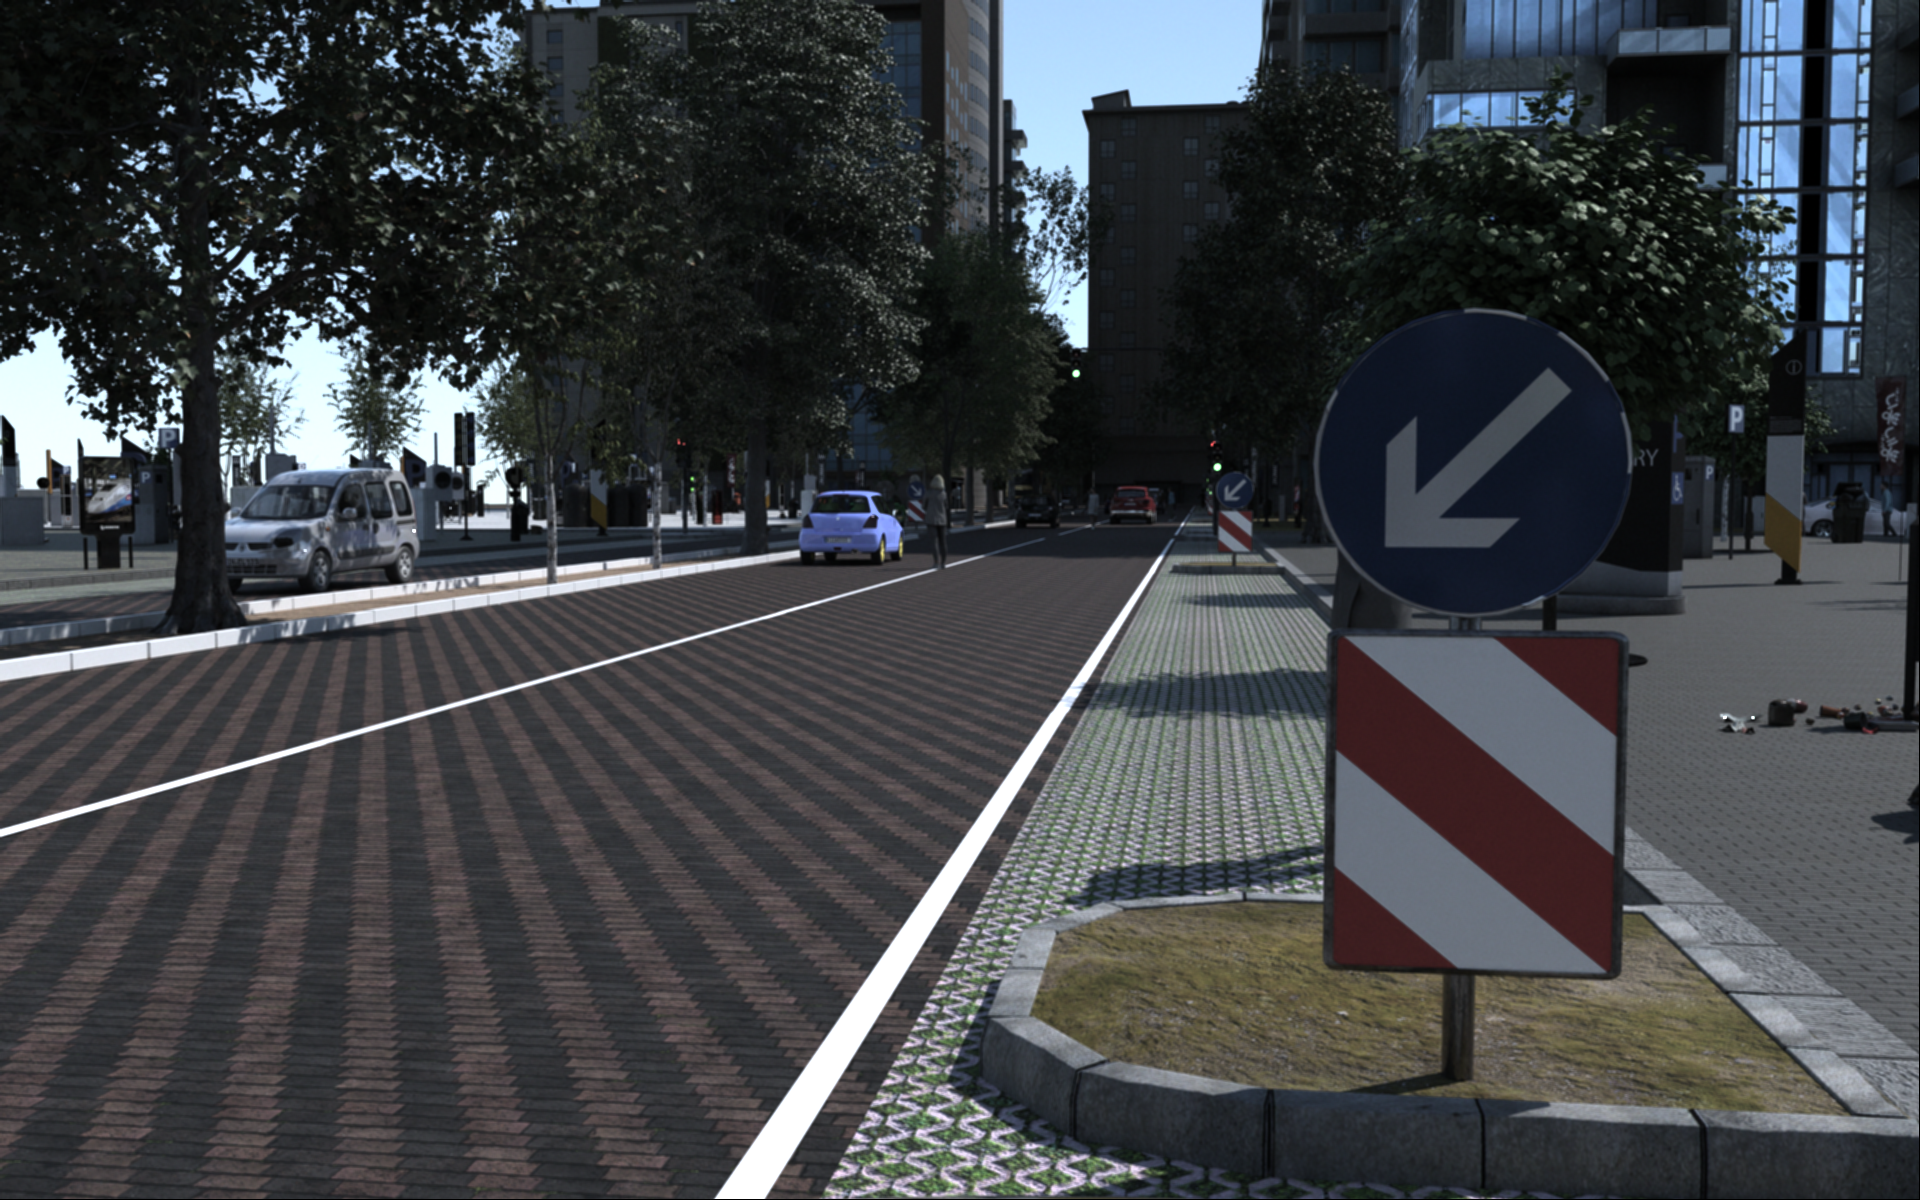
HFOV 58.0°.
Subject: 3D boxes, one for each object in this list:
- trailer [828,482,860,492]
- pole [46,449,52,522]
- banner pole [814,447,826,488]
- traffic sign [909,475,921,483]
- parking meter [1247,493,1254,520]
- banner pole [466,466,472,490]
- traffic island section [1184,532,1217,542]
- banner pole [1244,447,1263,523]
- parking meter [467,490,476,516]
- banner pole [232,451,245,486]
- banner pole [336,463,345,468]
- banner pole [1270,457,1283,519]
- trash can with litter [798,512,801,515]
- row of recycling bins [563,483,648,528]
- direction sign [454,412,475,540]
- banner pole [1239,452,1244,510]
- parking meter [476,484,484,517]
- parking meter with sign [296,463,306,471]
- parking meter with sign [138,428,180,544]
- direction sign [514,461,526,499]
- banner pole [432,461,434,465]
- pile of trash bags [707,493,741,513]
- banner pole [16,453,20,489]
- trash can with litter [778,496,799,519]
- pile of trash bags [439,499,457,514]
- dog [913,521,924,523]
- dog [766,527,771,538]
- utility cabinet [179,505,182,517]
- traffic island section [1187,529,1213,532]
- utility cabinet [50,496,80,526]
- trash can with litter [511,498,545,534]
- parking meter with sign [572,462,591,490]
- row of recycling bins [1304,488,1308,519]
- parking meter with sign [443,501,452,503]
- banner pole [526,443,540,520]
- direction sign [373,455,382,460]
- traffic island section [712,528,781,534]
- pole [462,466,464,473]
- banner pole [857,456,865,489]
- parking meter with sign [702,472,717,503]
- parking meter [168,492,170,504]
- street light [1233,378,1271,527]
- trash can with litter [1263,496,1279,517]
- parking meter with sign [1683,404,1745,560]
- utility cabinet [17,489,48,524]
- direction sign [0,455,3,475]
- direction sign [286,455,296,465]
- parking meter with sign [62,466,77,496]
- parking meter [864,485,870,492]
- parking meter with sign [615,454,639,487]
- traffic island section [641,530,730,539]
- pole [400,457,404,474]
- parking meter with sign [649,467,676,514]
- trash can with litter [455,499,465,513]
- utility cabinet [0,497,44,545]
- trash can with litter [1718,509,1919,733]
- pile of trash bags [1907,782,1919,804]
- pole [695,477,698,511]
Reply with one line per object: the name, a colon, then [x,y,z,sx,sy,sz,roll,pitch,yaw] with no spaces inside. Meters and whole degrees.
trailer: [-5.531,-4.518,80.918,1.471,1.999,3.904,0,4,8]
pole: [-41.640,-5.221,79.207,0.158,3.312,0.155,0,3,0]
banner pole: [-6.900,-5.794,84.746,0.863,3.779,0.401,2,4,28]
traffic sign: [-2.941,-6.881,112.616,0.768,2.556,0.104,1,4,15]
parking meter: [14.278,-4.857,85.123,0.255,1.863,0.399,0,4,-5]
banner pole: [-39.802,-9.210,140.597,0.401,3.779,0.863,1,4,20]
traffic island section: [7.943,-1.911,53.518,2.009,0.180,2.903,0,4,8]
banner pole: [13.289,-5.368,77.776,0.401,3.779,0.863,-2,4,-24]
parking meter: [-32.095,-6.468,114.155,0.372,1.533,0.369,0,3,0]
banner pole: [-40.938,-6.632,98.448,0.863,3.779,0.401,-3,4,-36]
banner pole: [-50.238,-9.214,140.659,0.863,3.779,0.401,-1,4,-22]
banner pole: [16.523,-6.117,90.038,0.863,3.779,0.401,1,4,14]
trash can with litter: [-8.856,-5.670,103.763,2.233,1.210,1.678,1,4,15]
row of recycling bins: [-13.598,-3.646,66.719,3.534,1.692,1.069,-3,5,-43]
direction sign: [-13.742,-3.432,48.112,0.876,3.537,0.379,3,4,38]
banner pole: [16.868,-6.904,102.905,0.863,3.779,0.401,0,4,4]
parking meter: [-27.042,-5.620,97.594,0.399,1.863,0.255,-1,4,-14]
parking meter with sign: [-37.485,-6.185,97.386,1.738,3.016,0.543,3,4,37]
parking meter with sign: [-20.876,-2.967,44.769,0.543,3.016,1.738,0,4,7]
direction sign: [-29.954,-7.708,118.021,0.876,3.537,0.379,0,4,5]
banner pole: [-39.162,-8.534,129.545,0.401,3.779,0.863,3,5,39]
pile of trash bags: [-16.110,-6.715,119.548,1.912,1.369,3.447,1,4,23]
banner pole: [-60.891,-7.443,111.714,0.863,3.779,0.401,2,4,23]
trash can with litter: [-8.990,-4.847,90.635,1.055,1.170,0.624,-1,4,-16]
pile of trash bags: [-31.949,-5.759,103.909,1.912,1.369,3.447,1,4,22]
dog: [-2.072,-4.072,86.771,0.550,0.427,0.748,0,4,1]
dog: [-5.584,-1.797,48.664,0.540,0.507,0.406,-1,4,-9]
utility cabinet: [-43.427,-5.282,97.524,1.020,1.237,0.306,-3,5,-41]
traffic island section: [9.050,-2.394,61.426,2.009,0.180,2.903,0,4,8]
utility cabinet: [-35.556,-3.527,68.831,1.020,1.237,0.306,-1,4,-18]
trash can with litter: [-13.771,-2.682,55.236,1.055,1.170,0.624,0,4,6]
parking meter with sign: [-20.577,-6.108,96.125,1.738,3.016,0.543,-2,4,-31]
row of recycling bins: [18.184,-4.895,87.140,1.069,1.692,3.534,0,4,-5]
parking meter with sign: [-35.553,-7.453,118.122,1.738,3.016,0.543,-1,4,-22]
banner pole: [-20.768,-5.779,84.508,0.863,3.779,0.401,-2,4,-29]
direction sign: [-33.446,-6.573,99.472,0.379,3.537,0.876,2,4,32]
traffic island section: [-7.777,-2.538,63.778,2.009,0.180,2.903,0,4,8]
pole: [-32.337,-7.277,112.822,0.158,3.312,0.155,0,3,0]
banner pole: [-6.570,-7.615,114.521,0.863,3.779,0.401,-3,5,-43]
parking meter with sign: [-19.645,-8.609,137.017,1.738,3.016,0.543,2,4,27]
parking meter: [-53.088,-6.746,116.007,0.399,1.863,0.255,3,5,42]
street light: [11.438,-5.811,67.556,1.470,5.913,1.316,0,4,8]
trash can with litter: [17.763,-5.337,98.648,1.055,1.170,0.624,1,4,13]
parking meter with sign: [14.639,-2.341,34.544,0.543,3.016,1.738,-2,4,-35]
utility cabinet: [-38.764,-3.890,72.273,1.173,1.500,0.318,-1,4,-22]
direction sign: [-55.586,-6.646,100.660,0.876,3.537,0.379,-1,4,-17]
direction sign: [-38.876,-6.636,100.497,0.379,3.537,0.876,2,4,35]
parking meter with sign: [-55.014,-6.831,107.944,0.543,3.016,1.738,1,4,15]
parking meter: [-6.193,-6.703,115.297,0.399,1.863,0.255,-2,4,-27]
parking meter with sign: [-14.615,-4.787,74.526,0.543,3.016,1.738,2,4,33]
traffic island section: [-8.884,-2.054,55.870,2.009,0.180,2.903,0,4,8]
pole: [-30.311,-6.134,94.140,0.158,3.312,0.155,0,3,0]
parking meter with sign: [-18.893,-6.973,110.262,0.543,3.016,1.738,3,5,44]
trash can with litter: [-30.690,-5.862,107.227,0.624,1.170,1.055,2,4,34]
utility cabinet: [-23.841,-2.005,43.947,0.306,1.237,1.020,3,5,40]
trash can with litter: [5.174,0.078,9.776,2.233,1.210,1.678,-1,4,-12]
pile of trash bags: [4.833,0.242,5.788,1.912,1.369,3.447,0,4,2]
pole: [-20.249,-8.528,133.274,0.158,3.312,0.155,0,3,0]
